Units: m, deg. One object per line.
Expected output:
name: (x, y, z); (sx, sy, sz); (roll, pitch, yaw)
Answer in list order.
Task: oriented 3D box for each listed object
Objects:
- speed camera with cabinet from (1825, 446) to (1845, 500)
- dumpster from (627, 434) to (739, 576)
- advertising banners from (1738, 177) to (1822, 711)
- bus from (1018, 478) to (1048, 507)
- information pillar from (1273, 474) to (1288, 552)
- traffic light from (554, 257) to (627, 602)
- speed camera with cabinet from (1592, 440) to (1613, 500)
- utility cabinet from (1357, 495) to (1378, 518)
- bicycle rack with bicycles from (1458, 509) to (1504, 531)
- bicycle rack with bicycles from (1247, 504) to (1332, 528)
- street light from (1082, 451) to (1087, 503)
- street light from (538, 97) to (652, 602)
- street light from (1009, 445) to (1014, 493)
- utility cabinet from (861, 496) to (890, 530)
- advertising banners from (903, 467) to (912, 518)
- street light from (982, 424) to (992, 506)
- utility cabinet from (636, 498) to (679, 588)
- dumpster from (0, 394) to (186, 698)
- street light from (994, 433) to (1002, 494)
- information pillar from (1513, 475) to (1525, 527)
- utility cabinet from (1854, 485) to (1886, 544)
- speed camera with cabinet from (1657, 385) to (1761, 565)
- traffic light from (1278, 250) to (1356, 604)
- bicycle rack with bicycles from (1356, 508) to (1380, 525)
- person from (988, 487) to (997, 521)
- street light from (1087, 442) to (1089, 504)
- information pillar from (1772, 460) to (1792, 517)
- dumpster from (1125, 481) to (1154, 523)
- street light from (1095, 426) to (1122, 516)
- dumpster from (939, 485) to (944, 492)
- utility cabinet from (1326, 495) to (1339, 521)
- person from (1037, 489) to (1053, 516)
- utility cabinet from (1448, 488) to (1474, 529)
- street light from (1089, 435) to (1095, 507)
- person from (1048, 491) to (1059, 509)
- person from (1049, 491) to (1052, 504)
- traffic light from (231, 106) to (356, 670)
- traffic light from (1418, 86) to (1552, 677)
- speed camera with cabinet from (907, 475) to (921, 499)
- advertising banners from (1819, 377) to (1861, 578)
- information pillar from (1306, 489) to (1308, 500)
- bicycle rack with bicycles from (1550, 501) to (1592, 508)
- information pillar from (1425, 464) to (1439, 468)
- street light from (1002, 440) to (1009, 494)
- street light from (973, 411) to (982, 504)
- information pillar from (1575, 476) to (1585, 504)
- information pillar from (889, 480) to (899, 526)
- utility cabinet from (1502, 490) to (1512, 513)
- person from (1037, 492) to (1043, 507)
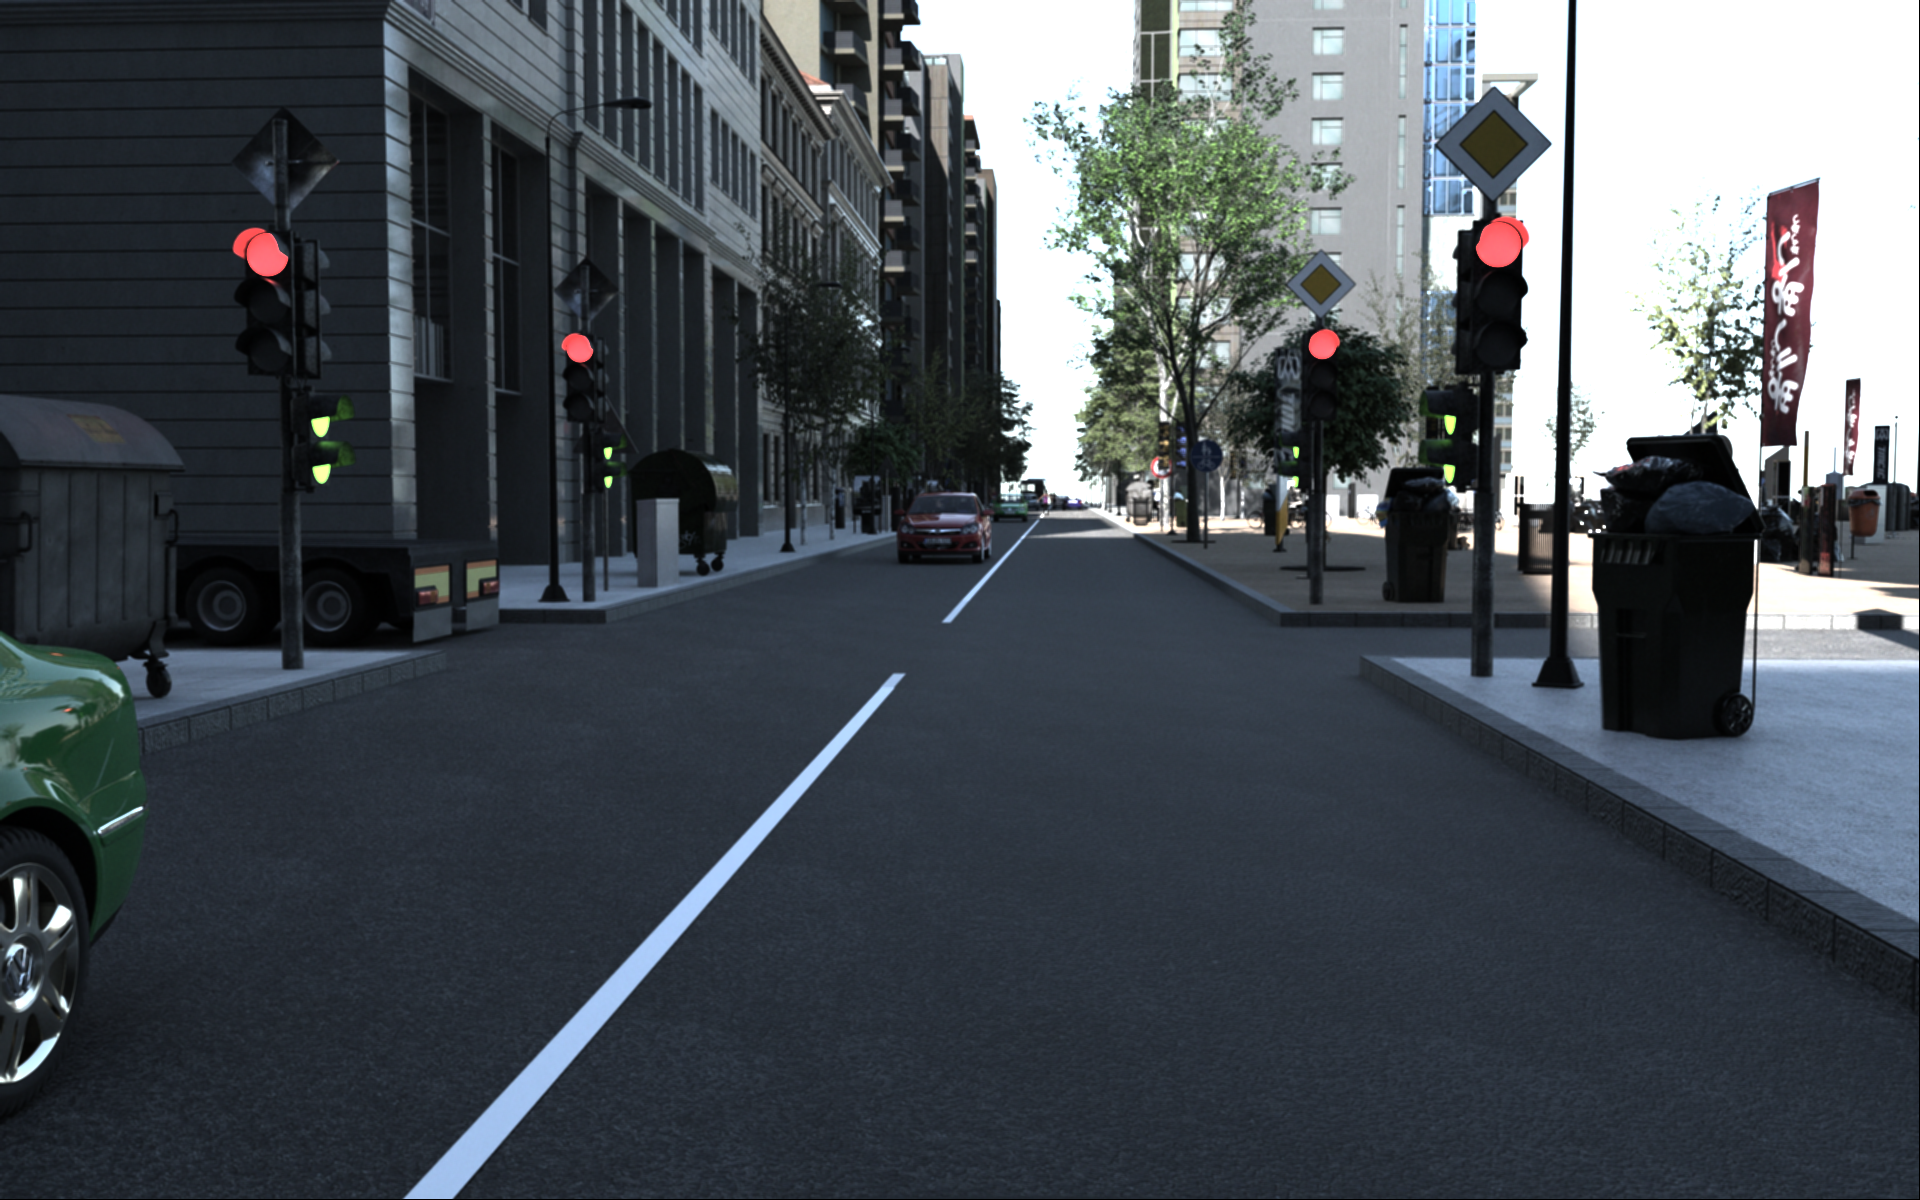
speed camera with cabinet: (36.865, -4.718, 71.468); (2.038, 3.252, 0.660); (3, 4, 37)
dumpster: (-4.480, -1.553, 27.884); (1.502, 2.255, 1.985); (0, 4, 3)
advertising banners: (4.641, -0.885, 10.665); (0.090, 3.025, 2.074); (0, 4, -5)
bus: (8.259, -12.045, 191.800); (2.948, 3.499, 13.247); (0, 4, 5)
information pillar: (7.132, -2.874, 38.345); (0.183, 3.616, 0.504); (2, 4, 33)
traffic light: (-4.412, -1.936, 20.570); (0.839, 4.253, 0.868); (0, 4, 3)
speed camera with cabinet: (24.053, -4.261, 64.003); (0.660, 3.252, 2.038); (3, 5, 44)
utility cabinet: (21.610, -4.931, 91.783); (1.020, 1.237, 0.306); (2, 4, 25)
bicycle rack with bicycles: (17.863, -2.897, 60.747); (2.925, 0.926, 2.852); (-1, 4, -22)
bicycle rack with bicycles: (12.519, -3.158, 65.020); (2.925, 0.926, 2.852); (2, 4, 26)
street light: (11.823, -11.085, 153.779); (1.470, 5.913, 1.316); (0, 4, 3)
street light: (-4.304, -2.931, 20.460); (1.470, 5.913, 1.316); (0, 4, 3)
street light: (4.261, -11.749, 164.638); (1.470, 5.913, 1.316); (0, 4, 3)
utility cabinet: (-2.988, -3.068, 61.318); (1.020, 1.237, 0.306); (0, 4, 8)
advertising banners: (-2.837, -5.968, 93.770); (0.090, 3.025, 2.074); (-1, 4, -13)
street light: (1.162, -8.670, 114.290); (1.470, 5.913, 1.316); (0, 4, 3)
utility cabinet: (-4.231, -0.801, 24.252); (0.306, 1.237, 1.020); (1, 4, 9)
dumpster: (-5.595, -0.271, 10.194); (1.264, 1.857, 1.865); (0, 4, 3)
street light: (2.220, -9.694, 131.041); (1.470, 5.913, 1.316); (0, 4, 3)
information pillar: (21.521, -3.802, 66.658); (0.304, 2.012, 0.304); (-1, 4, -20)
utility cabinet: (23.177, -2.169, 44.143); (1.173, 1.500, 0.318); (-3, 5, -40)
speed camera with cabinet: (13.426, -2.274, 31.511); (2.038, 3.252, 0.660); (1, 4, 12)
traffic light: (4.135, -1.906, 20.084); (0.839, 4.253, 0.868); (0, 4, 3)
bicycle rack with bicycles: (17.843, -3.557, 71.543); (2.925, 0.926, 2.852); (1, 4, 20)
person: (1.725, -5.222, 93.855); (0.580, 1.828, 0.573); (2, 4, 31)
street light: (10.991, -10.059, 137.000); (1.470, 5.913, 1.316); (0, 4, 3)
information pillar: (17.907, -2.035, 37.765); (0.304, 2.012, 0.304); (1, 4, 12)
dumpster: (8.121, -4.444, 78.411); (1.264, 1.857, 1.865); (0, 4, 3)
street light: (8.924, -7.974, 102.915); (1.470, 5.913, 1.316); (0, 4, 3)
dumpster: (-1.421, -4.595, 80.893); (1.264, 1.857, 1.865); (0, 4, 3)
utility cabinet: (17.679, -4.376, 82.713); (1.020, 1.237, 0.306); (-3, 5, -41)
person: (5.690, -6.502, 115.495); (1.217, 1.739, 0.721); (-2, 4, -30)
utility cabinet: (18.046, -3.301, 62.645); (0.318, 1.500, 1.173); (-2, 4, -25)
street light: (9.879, -9.013, 119.909); (1.470, 5.913, 1.316); (0, 4, 3)
person: (8.916, -9.522, 164.897); (1.217, 1.736, 0.721); (-2, 4, -26)
person: (12.687, -14.211, 240.859); (1.348, 1.822, 0.705); (-2, 4, -35)
traffic light: (-4.882, -1.448, 12.598); (0.839, 4.253, 0.868); (0, 4, 3)
traffic light: (3.665, -1.418, 12.112); (0.839, 4.253, 0.868); (0, 4, 3)
speed camera with cabinet: (-2.119, -5.813, 89.385); (0.660, 3.252, 2.038); (1, 4, 21)
advertising banners: (13.486, -1.879, 26.912); (0.090, 3.025, 2.074); (0, 4, 4)
information pillar: (18.233, -6.036, 90.036); (0.504, 3.616, 0.183); (-1, 4, -15)
bicycle rack with bicycles: (30.882, -4.522, 87.316); (2.852, 0.926, 2.925); (2, 4, 30)
information pillar: (10.578, -2.096, 38.767); (0.304, 2.012, 0.304); (0, 4, 5)
street light: (3.193, -10.719, 147.796); (1.470, 5.913, 1.316); (0, 4, 3)
street light: (0.319, -7.644, 97.527); (1.470, 5.913, 1.316); (0, 4, 3)
information pillar: (24.745, -3.955, 69.157); (0.304, 2.012, 0.304); (0, 4, -6)
information pillar: (-2.668, -3.996, 69.819); (0.304, 2.012, 0.304); (3, 4, 37)
utility cabinet: (27.878, -4.865, 88.221); (0.318, 1.500, 1.173); (2, 4, 27)
person: (7.755, -9.658, 167.872); (0.593, 1.643, 0.415); (-3, 5, -40)
